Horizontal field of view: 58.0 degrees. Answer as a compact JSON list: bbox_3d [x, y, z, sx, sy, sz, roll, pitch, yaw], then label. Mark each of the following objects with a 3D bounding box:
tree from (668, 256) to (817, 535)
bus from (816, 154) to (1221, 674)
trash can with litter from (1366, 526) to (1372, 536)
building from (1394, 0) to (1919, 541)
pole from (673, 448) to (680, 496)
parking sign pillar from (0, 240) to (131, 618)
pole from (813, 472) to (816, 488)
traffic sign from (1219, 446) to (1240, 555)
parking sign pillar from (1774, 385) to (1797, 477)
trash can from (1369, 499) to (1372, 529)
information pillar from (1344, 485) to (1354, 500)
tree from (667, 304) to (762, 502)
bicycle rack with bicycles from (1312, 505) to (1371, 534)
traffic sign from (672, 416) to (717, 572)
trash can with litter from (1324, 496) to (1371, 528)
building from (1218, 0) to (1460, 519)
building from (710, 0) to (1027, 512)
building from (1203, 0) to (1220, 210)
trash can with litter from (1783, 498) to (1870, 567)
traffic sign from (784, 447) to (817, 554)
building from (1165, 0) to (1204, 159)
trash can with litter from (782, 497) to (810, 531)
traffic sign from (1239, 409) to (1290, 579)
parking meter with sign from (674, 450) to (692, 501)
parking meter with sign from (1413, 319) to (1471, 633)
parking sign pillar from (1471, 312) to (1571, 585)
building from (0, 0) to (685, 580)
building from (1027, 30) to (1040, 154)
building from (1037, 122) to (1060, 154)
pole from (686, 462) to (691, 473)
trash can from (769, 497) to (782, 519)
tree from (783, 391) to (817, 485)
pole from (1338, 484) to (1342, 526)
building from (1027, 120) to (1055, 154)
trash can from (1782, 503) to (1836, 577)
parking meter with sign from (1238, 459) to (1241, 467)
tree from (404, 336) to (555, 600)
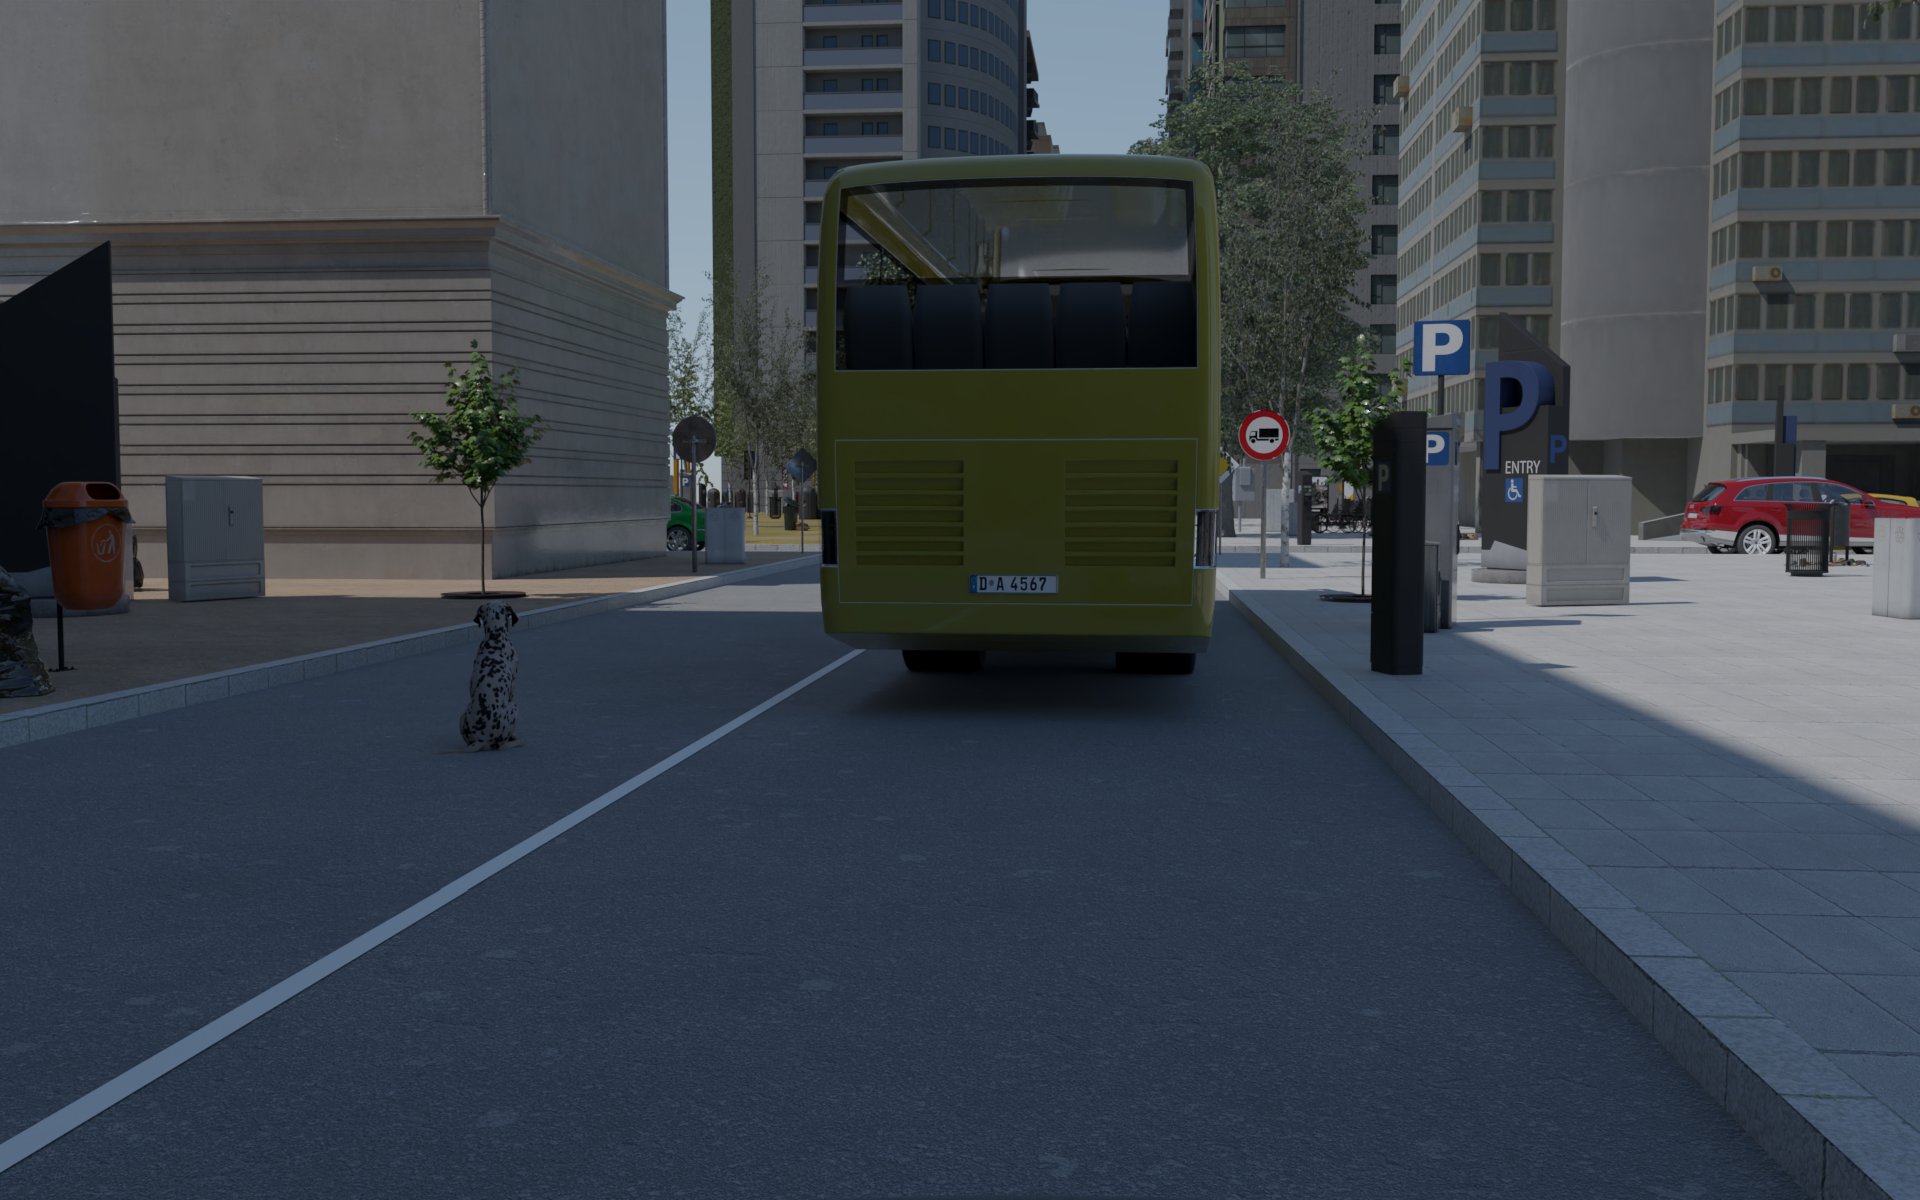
[{"bbox_3d":[-6.191,-6.315,53.609,4.360,8.622,3.978,0,3,0],"label":"tree"},{"bbox_3d":[1.067,-1.541,16.734,2.896,3.916,12.252,0,4,7],"label":"bus"},{"bbox_3d":[12.912,-2.524,52.648,1.055,1.170,0.624,-2,4,-26],"label":"trash can with litter"},{"bbox_3d":[28.660,-22.521,60.106,23.993,40.220,32.217,0,4,5],"label":"building"},{"bbox_3d":[-10.160,-4.171,62.041,0.158,3.312,0.155,0,3,0],"label":"pole"},{"bbox_3d":[-9.692,-1.834,18.451,1.447,3.967,1.447,-1,4,-19],"label":"parking sign pillar"},{"bbox_3d":[-9.097,-6.993,108.179,0.158,3.312,0.155,0,3,0],"label":"pole"},{"bbox_3d":[5.465,-2.001,36.364,0.795,2.450,0.064,0,4,5],"label":"traffic sign"},{"bbox_3d":[20.658,-3.361,43.432,1.447,3.967,1.447,2,4,23],"label":"parking sign pillar"},{"bbox_3d":[13.353,-2.652,55.015,0.748,1.137,0.748,0,3,0],"label":"trash can"},{"bbox_3d":[19.214,-5.761,85.553,0.504,3.616,0.183,3,5,39],"label":"information pillar"},{"bbox_3d":[-10.258,-7.103,66.490,4.737,8.622,4.395,0,3,0],"label":"tree"},{"bbox_3d":[12.717,-2.692,57.404,2.925,0.926,2.852,0,4,-6],"label":"bicycle rack with bicycles"},{"bbox_3d":[-4.350,-1.725,28.315,0.768,2.556,0.104,1,4,12],"label":"traffic sign"},{"bbox_3d":[15.347,-3.365,66.073,2.233,1.210,1.678,-3,5,-41],"label":"trash can with litter"},{"bbox_3d":[21.159,-19.798,95.402,14.160,30.474,14.107,0,4,5],"label":"building"},{"bbox_3d":[-6.116,-36.221,134.211,21.231,58.520,28.212,0,4,5],"label":"building"},{"bbox_3d":[26.383,-42.130,127.076,20.563,71.187,20.611,0,4,5],"label":"building"},{"bbox_3d":[15.494,-1.228,31.142,2.233,1.210,1.678,-2,4,-32],"label":"trash can with litter"},{"bbox_3d":[-3.387,-2.054,37.224,0.795,2.450,0.064,0,4,5],"label":"traffic sign"},{"bbox_3d":[29.375,-32.628,153.068,23.786,49.044,30.456,0,4,5],"label":"building"},{"bbox_3d":[-5.692,-3.004,60.497,1.055,1.170,0.624,2,4,33],"label":"trash can with litter"},{"bbox_3d":[4.595,-1.596,26.194,0.768,2.556,0.104,1,4,14],"label":"traffic sign"},{"bbox_3d":[-9.616,-3.981,61.344,0.543,3.016,1.738,0,4,7],"label":"parking meter with sign"},{"bbox_3d":[4.549,-1.250,16.694,0.543,3.016,1.738,1,4,20],"label":"parking meter with sign"},{"bbox_3d":[8.202,-2.242,25.132,1.447,3.967,1.447,-2,4,-26],"label":"parking sign pillar"},{"bbox_3d":[-16.212,-11.919,31.032,21.152,22.565,11.583,0,4,5],"label":"building"},{"bbox_3d":[-3.956,-31.098,163.081,22.147,44.769,28.867,0,4,5],"label":"building"},{"bbox_3d":[2.769,-37.082,229.987,21.300,48.544,21.600,0,4,5],"label":"building"},{"bbox_3d":[-11.265,-4.766,71.763,0.158,3.312,0.155,0,3,0],"label":"pole"},{"bbox_3d":[-9.547,-4.762,89.512,0.748,1.137,0.748,0,3,0],"label":"trash can"},{"bbox_3d":[-10.089,-10.198,117.107,4.737,8.622,4.395,0,3,0],"label":"tree"},{"bbox_3d":[15.221,-4.603,69.094,0.158,3.312,0.155,0,3,0],"label":"pole"},{"bbox_3d":[4.446,-34.356,211.831,14.600,45.320,14.200,0,4,5],"label":"building"},{"bbox_3d":[13.189,-0.935,26.944,0.748,1.137,0.748,0,3,0],"label":"trash can"},{"bbox_3d":[12.982,-5.471,85.714,1.738,3.016,0.543,1,4,16],"label":"parking meter with sign"},{"bbox_3d":[-6.071,-1.644,21.477,1.663,3.219,1.824,0,3,0],"label":"tree"}]
